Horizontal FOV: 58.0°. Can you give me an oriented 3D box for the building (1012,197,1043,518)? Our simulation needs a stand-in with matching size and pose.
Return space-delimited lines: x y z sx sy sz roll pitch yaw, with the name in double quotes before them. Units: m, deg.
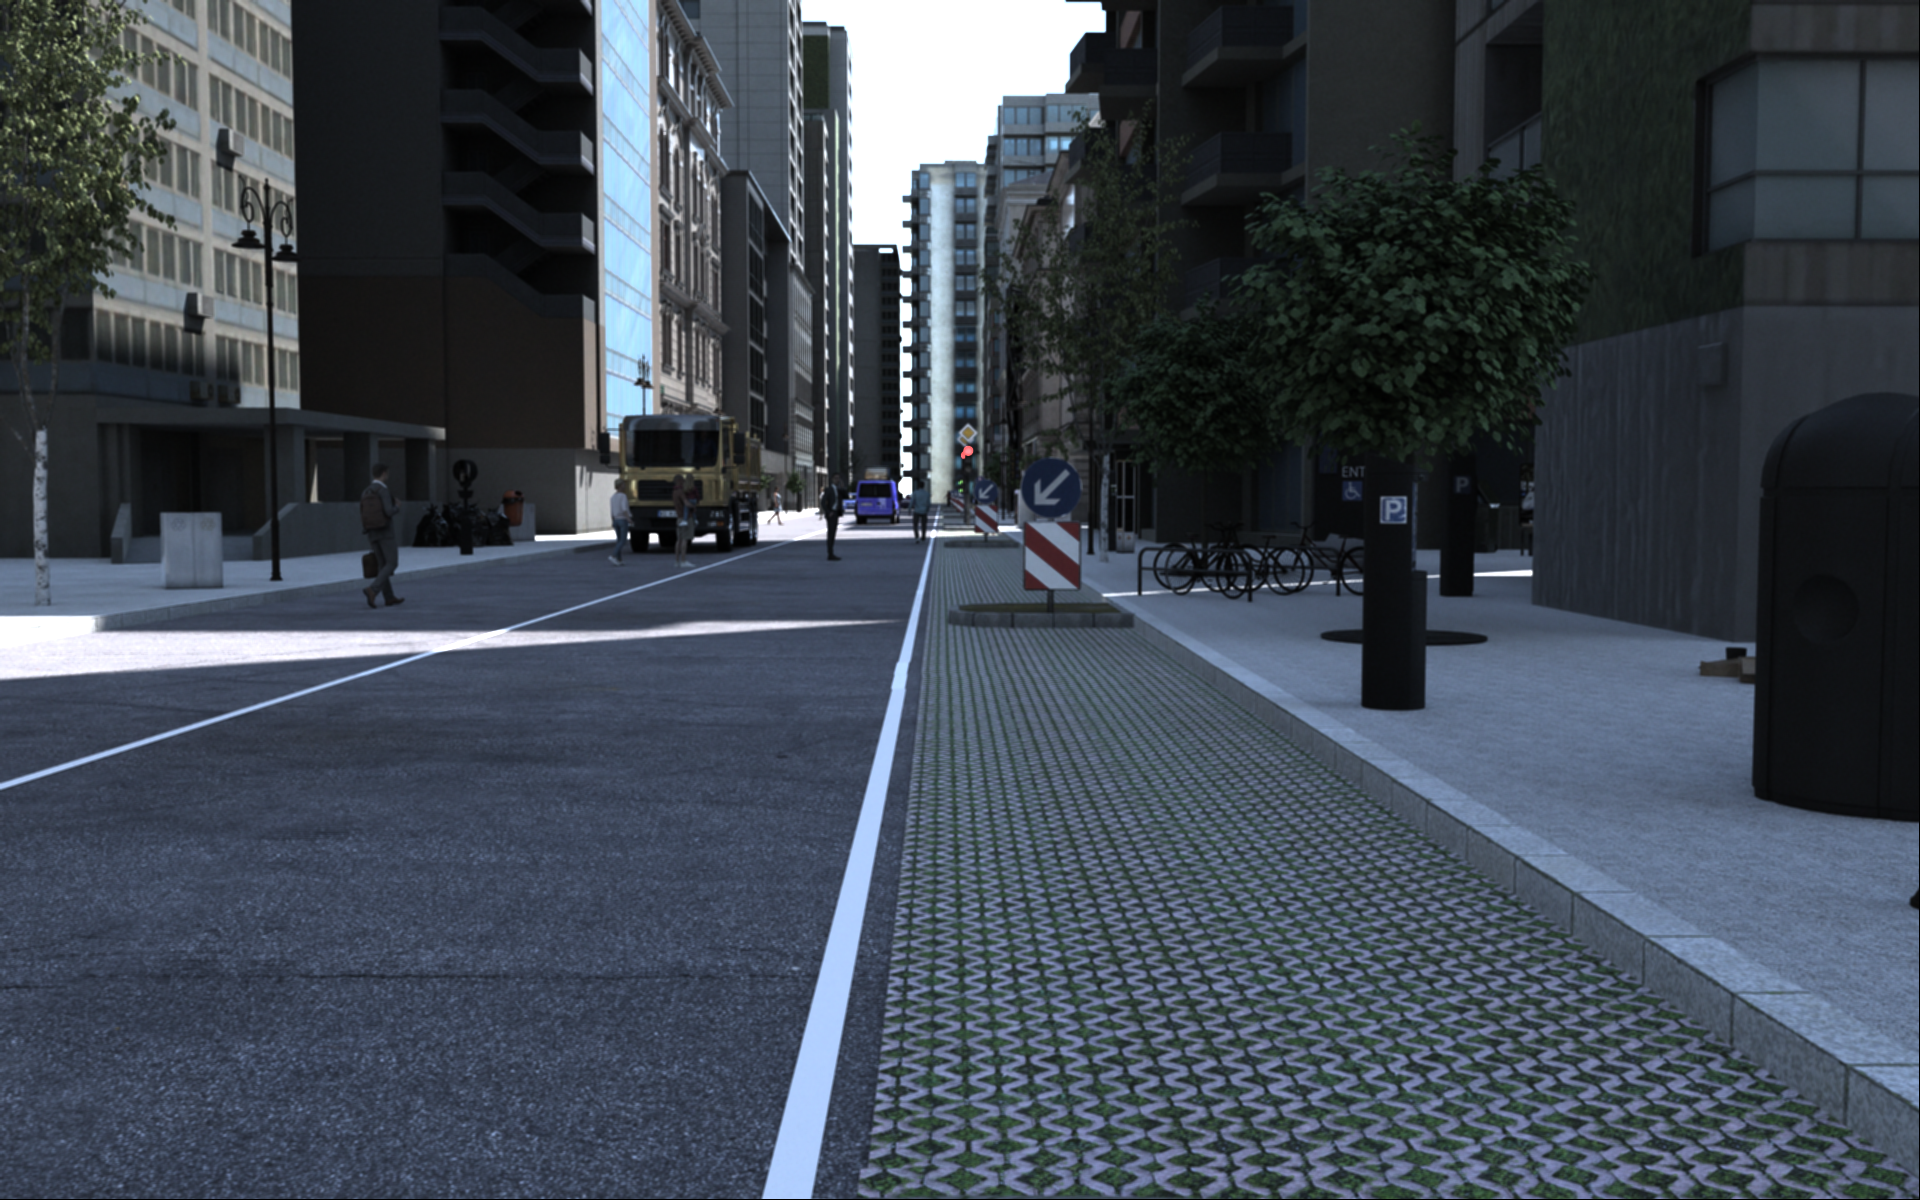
"building" 8.665 -14.383 99.790 10.561 19.102 19.286 0 4 -1

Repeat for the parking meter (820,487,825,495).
"parking meter" -10.932 -8.081 137.840 0.255 1.863 0.399 1 4 14

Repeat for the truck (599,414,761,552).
"truck" -6.917 -2.999 44.964 3.469 3.379 9.791 0 4 -1

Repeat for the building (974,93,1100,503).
"building" 14.185 -36.144 210.563 23.786 49.044 30.456 0 4 -1

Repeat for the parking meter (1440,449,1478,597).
"parking meter" 6.257 -0.979 21.725 0.399 1.863 0.255 0 4 -5

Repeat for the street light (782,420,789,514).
"street light" -10.932 -8.315 108.736 0.468 5.910 1.993 0 4 -1

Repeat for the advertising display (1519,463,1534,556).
"advertising display" 11.902 -1.865 35.712 0.123 1.923 0.974 -1 4 -22

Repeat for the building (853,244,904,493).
"building" -20.307 -34.205 251.139 23.993 40.220 32.217 0 4 -1

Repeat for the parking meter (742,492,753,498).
"parking meter" -10.491 -4.685 85.014 0.372 1.533 0.369 0 3 0

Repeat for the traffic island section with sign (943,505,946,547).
"traffic island section with sign" 0.576 -2.328 46.697 1.989 1.847 2.006 0 4 -1

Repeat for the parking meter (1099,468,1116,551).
"parking meter" 3.343 -2.029 38.891 0.255 1.863 0.399 -2 4 -35

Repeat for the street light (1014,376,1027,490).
"street light" 2.382 -5.827 68.055 0.468 5.910 1.993 0 4 -1

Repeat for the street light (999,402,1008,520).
"street light" 2.177 -6.974 86.821 0.468 5.910 1.993 0 4 -1

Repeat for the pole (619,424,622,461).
"pole" -9.771 -3.449 50.242 0.158 3.312 0.155 0 3 0

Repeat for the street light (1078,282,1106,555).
"street light" 2.777 -3.904 36.623 0.468 5.910 1.993 0 4 -1

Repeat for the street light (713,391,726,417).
"street light" -10.619 -6.343 76.499 0.468 5.910 1.993 0 4 -1

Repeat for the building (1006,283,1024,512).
"building" 11.645 -15.656 123.431 16.820 18.784 16.811 0 4 -1

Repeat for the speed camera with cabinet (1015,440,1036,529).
"speed camera with cabinet" 2.459 -4.275 64.238 0.660 3.252 2.038 0 4 -8

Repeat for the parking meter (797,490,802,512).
"parking meter" -11.527 -7.255 124.333 0.255 1.863 0.399 2 4 35

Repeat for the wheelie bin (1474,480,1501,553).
"wheelie bin" 11.353 -1.832 37.856 0.693 1.594 0.980 3 5 39

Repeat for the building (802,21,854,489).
"building" -27.531 -41.170 215.132 28.212 58.520 21.231 0 4 -1

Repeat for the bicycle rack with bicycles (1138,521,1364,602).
"bicycle rack with bicycles" 3.508 -0.529 22.034 2.852 0.926 2.925 -3 5 -41

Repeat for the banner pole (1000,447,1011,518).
"banner pole" 2.473 -6.268 92.493 0.863 3.779 0.401 3 4 36

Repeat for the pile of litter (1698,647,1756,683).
"pile of litter" 5.841 0.132 11.800 1.176 0.858 1.719 -1 4 -12

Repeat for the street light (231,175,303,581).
"street light" -10.145 -3.225 25.518 0.468 5.910 1.993 0 4 -1

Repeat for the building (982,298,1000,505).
"building" 16.299 -19.698 167.107 27.650 21.520 28.899 0 4 -1

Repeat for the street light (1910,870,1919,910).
"street light" 3.047 -1.982 5.189 0.468 5.910 1.993 0 4 -1

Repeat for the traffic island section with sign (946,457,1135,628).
"traffic island section with sign" 0.866 -0.655 19.340 1.989 1.847 2.006 0 4 -1

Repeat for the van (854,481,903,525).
"van" -3.915 -4.807 82.981 2.240 2.365 5.245 0 4 1

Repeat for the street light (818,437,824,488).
"street light" -11.295 -10.251 140.384 0.468 5.910 1.993 0 4 -1

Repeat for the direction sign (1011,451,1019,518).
"direction sign" 2.895 -6.059 91.067 0.379 3.537 0.876 -2 4 -25

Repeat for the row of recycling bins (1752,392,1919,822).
"row of recycling bins" 5.119 -0.017 7.388 3.534 1.692 1.069 -1 4 -12

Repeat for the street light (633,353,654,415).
"street light" -10.381 -5.150 56.996 0.468 5.910 1.993 0 4 -1

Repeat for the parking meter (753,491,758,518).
"parking meter" -10.735 -5.006 90.251 0.372 1.533 0.369 0 3 0

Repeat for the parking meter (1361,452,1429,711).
"parking meter" 2.611 -0.121 10.396 0.372 1.533 0.369 0 3 0

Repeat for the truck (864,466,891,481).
"truck" -8.323 -11.364 174.715 2.839 4.237 11.283 0 4 -1

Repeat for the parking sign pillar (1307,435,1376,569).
"parking sign pillar" 6.846 -2.561 30.338 1.447 3.967 1.447 0 4 4

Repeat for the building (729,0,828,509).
"building" -22.923 -44.158 160.233 20.563 71.187 20.611 0 4 -1

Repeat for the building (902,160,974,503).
"building" 7.035 -38.403 247.495 30.456 49.044 23.786 0 4 -1

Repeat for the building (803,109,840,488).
"building" -19.867 -30.269 178.495 14.154 41.232 14.086 0 4 -1

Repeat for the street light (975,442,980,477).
"street light" 1.546 -10.881 150.696 0.468 5.910 1.993 0 4 -1

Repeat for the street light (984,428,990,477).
"street light" 1.857 -8.946 119.047 0.468 5.910 1.993 0 4 -1

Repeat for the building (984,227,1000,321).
"building" 9.626 -25.513 188.842 14.160 30.474 14.107 0 4 -1
